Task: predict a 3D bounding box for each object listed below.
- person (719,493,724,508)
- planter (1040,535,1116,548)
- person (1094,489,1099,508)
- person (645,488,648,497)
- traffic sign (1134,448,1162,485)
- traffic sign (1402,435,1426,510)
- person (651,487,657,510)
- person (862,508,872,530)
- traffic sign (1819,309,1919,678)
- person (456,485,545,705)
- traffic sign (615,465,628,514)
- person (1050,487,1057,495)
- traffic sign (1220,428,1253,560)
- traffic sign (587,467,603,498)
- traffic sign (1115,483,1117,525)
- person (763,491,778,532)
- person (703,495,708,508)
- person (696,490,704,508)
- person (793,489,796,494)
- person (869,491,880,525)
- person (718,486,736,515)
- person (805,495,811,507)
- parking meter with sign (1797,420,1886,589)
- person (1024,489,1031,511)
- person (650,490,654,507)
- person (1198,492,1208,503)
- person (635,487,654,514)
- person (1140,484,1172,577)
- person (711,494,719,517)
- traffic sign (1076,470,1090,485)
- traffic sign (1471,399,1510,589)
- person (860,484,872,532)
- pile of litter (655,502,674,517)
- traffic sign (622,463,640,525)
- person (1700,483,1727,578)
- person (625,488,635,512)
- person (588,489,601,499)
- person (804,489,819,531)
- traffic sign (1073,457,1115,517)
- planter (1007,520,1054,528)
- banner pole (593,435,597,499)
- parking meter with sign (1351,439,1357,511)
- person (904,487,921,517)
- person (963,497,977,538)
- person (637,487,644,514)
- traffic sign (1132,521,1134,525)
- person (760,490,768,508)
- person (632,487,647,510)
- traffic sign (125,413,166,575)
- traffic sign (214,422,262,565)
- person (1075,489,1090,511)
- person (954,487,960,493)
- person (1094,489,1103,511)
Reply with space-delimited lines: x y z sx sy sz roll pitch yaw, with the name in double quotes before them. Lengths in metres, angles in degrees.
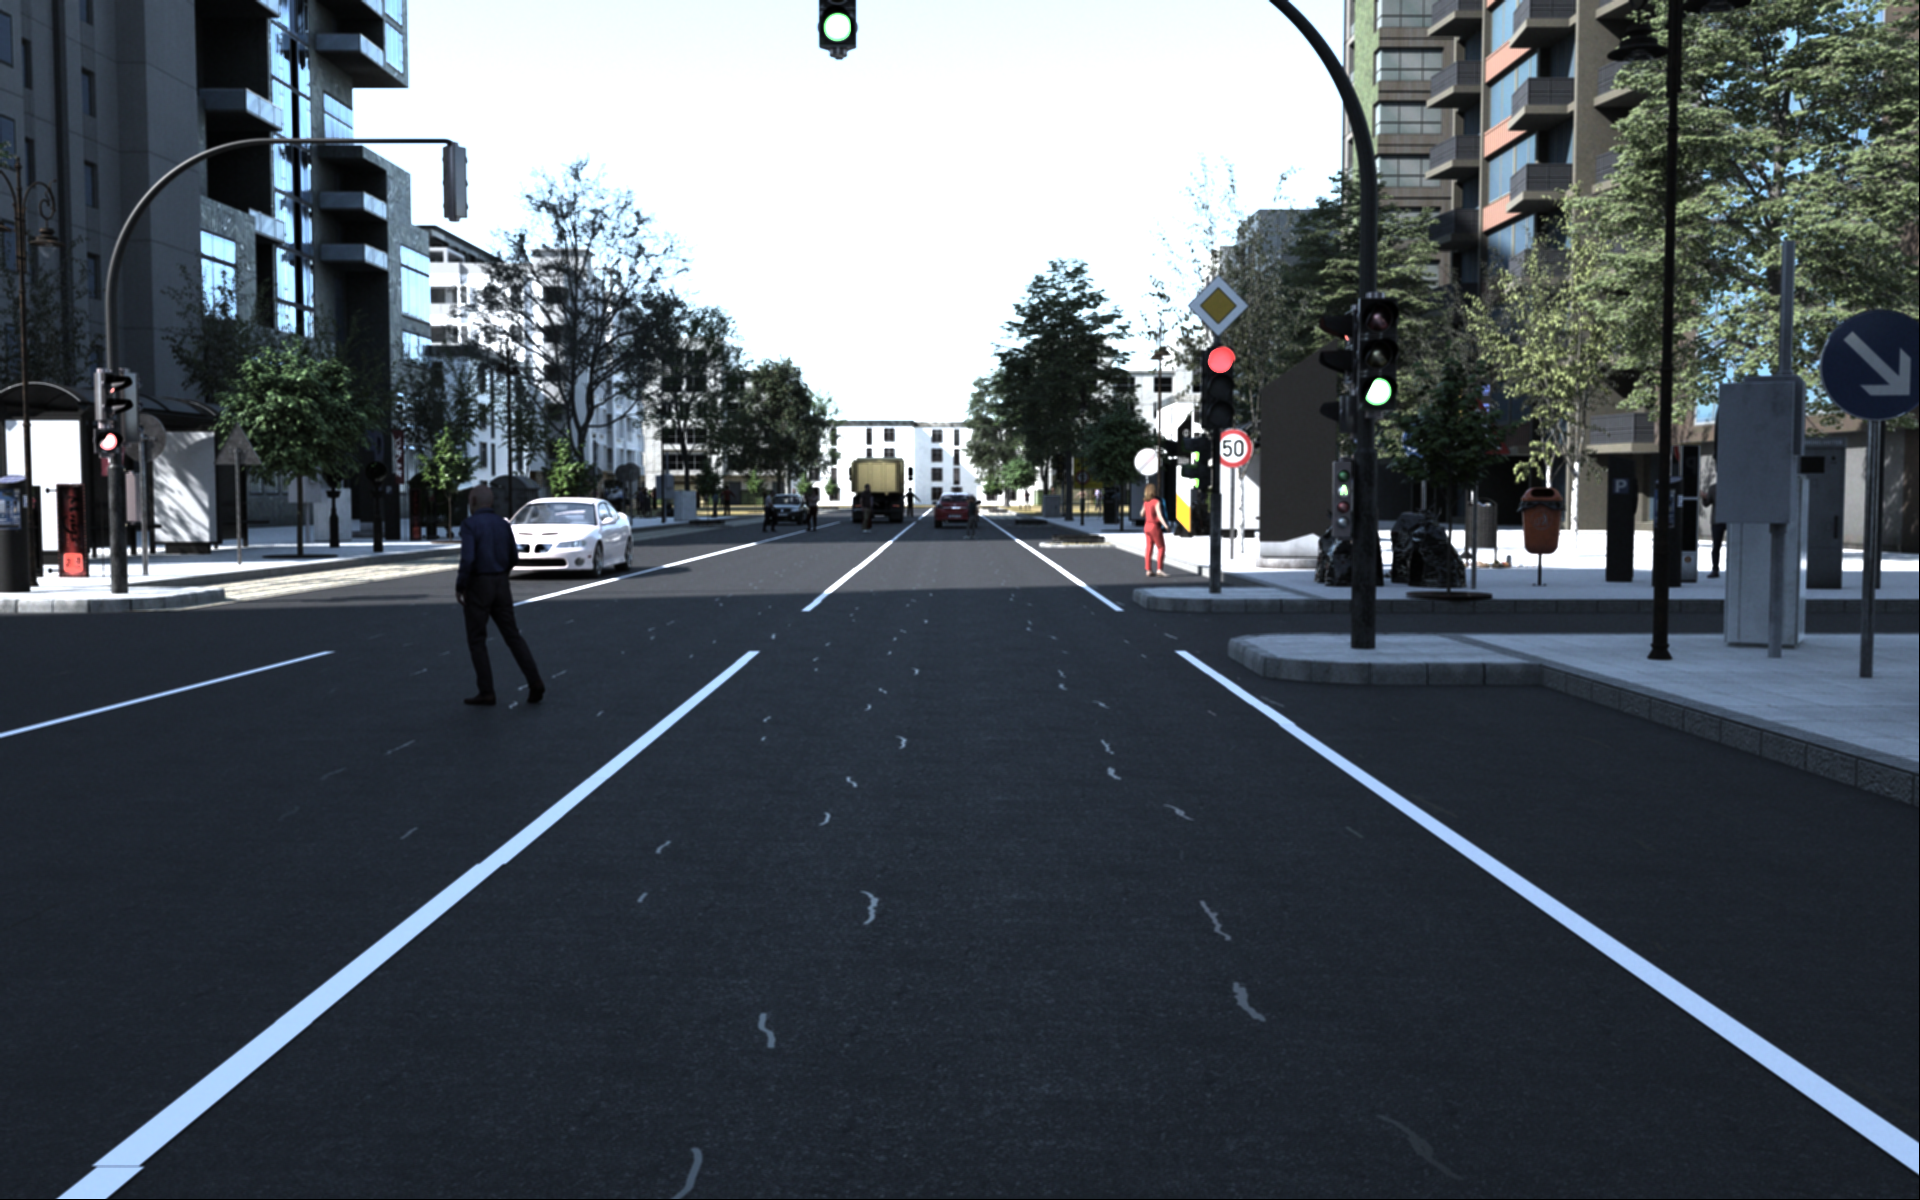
"person" -22.083 -9.401 160.672 0.530 1.710 0.541 -1 4 -10
"planter" 3.186 -1.602 47.334 1.991 0.319 1.994 0 4 0
"person" 12.857 -9.596 163.380 0.568 1.767 0.683 -1 4 -17
"person" -26.765 -8.674 147.847 0.705 1.826 1.348 -1 4 -15
"traffic sign" 5.215 -2.937 48.125 0.768 2.556 0.104 0 4 5
"traffic sign" 7.751 -1.764 28.953 0.768 2.556 0.104 0 4 5
"person" -25.209 -8.370 142.862 0.705 1.831 1.348 2 4 35
"person" -3.708 -3.533 68.740 0.387 1.526 0.523 1 4 14
"traffic sign" 6.344 -0.730 12.050 0.768 2.556 0.104 0 4 8
"person" -3.207 -0.042 11.880 0.574 1.496 0.600 -2 4 -29
"traffic sign" -14.539 -4.574 74.886 0.768 2.556 0.104 0 4 2
"person" 7.305 -7.956 136.264 0.705 1.807 1.348 -2 4 -32
"traffic sign" 5.312 -2.058 33.759 0.768 2.556 0.104 0 4 6
"traffic sign" -16.638 -4.811 78.772 0.768 2.556 0.104 0 4 1
"traffic sign" 6.510 -4.421 72.284 0.884 2.594 0.081 0 4 2
"person" -7.231 -3.385 66.064 0.590 1.554 0.614 0 4 0
"person" -24.027 -9.613 163.751 0.617 1.759 0.750 -1 4 -11
"person" -23.974 -9.344 158.776 1.348 1.831 0.705 3 5 42
"person" -16.258 -9.987 169.472 0.705 1.807 1.348 0 4 -7
"person" -4.170 -4.276 80.364 0.435 1.587 0.963 2 4 34
"person" -14.234 -6.098 105.687 1.348 1.831 0.705 -2 4 -32
"person" -13.859 -9.248 156.879 0.705 1.869 1.348 -2 4 -30
"parking meter with sign" 11.623 -1.671 23.574 1.738 3.016 0.543 1 4 16
"person" 5.176 -7.679 133.058 0.593 1.643 0.415 -3 5 -44
"person" -30.350 -10.094 171.789 1.217 1.736 0.721 3 4 38
"person" 16.158 -6.700 116.115 0.617 1.759 0.750 3 5 44
"person" -20.634 -6.522 113.202 1.217 1.766 0.721 0 4 2
"person" 3.416 -1.223 30.199 0.444 1.614 0.593 -1 4 -10
"person" -13.395 -5.284 94.645 0.429 1.552 0.499 0 4 4
"traffic sign" 6.541 -5.645 92.395 0.768 2.556 0.104 0 4 2
"traffic sign" 6.934 -1.425 23.309 0.884 2.594 0.081 0 4 2
"person" -3.509 -3.456 65.135 0.434 1.807 0.598 3 5 43
"pile of litter" -16.547 -5.076 96.955 1.719 0.858 1.176 -3 5 -43
"traffic sign" -13.425 -4.315 70.653 0.768 2.556 0.104 0 4 2
"person" 11.605 -1.208 26.327 0.617 1.759 0.750 2 4 35
"person" -23.624 -7.102 122.946 1.217 1.735 0.721 0 4 -5
"person" -24.580 -6.704 116.374 1.217 1.743 0.721 2 4 33
"person" -5.804 -3.527 67.626 0.566 1.644 0.517 0 4 -2
"traffic sign" 7.359 -6.195 95.160 2.265 3.308 0.079 0 4 5
"planter" 3.022 -3.279 74.751 1.991 0.319 1.994 0 4 0
"banner pole" -15.388 -5.084 73.141 0.401 3.779 0.863 -1 4 -22
"parking meter with sign" 9.117 -2.775 41.637 0.543 3.016 1.738 -2 4 -26
"person" -3.077 -6.077 107.484 1.348 1.869 0.705 2 4 25
"person" 0.332 -2.668 56.034 0.340 1.345 0.435 2 4 26
"person" -19.988 -6.223 108.704 0.530 1.710 0.541 -1 4 -11
"traffic sign" 7.123 -4.346 71.157 0.768 2.556 0.104 0 4 5
"person" -17.726 -9.240 157.638 0.721 1.766 1.217 3 5 44
"person" -25.551 -8.063 137.877 1.348 1.823 0.705 0 4 -5
"traffic sign" -12.885 -1.665 27.324 0.768 2.556 0.104 0 4 6
"traffic sign" -13.027 -1.911 31.247 0.884 2.594 0.081 0 4 3
"person" 9.126 -7.470 128.882 1.217 1.736 0.721 0 4 5
"person" -0.175 -4.833 87.653 0.598 1.807 0.434 -1 4 -12
"person" 10.756 -7.824 133.828 0.709 1.838 0.599 -1 4 -11
